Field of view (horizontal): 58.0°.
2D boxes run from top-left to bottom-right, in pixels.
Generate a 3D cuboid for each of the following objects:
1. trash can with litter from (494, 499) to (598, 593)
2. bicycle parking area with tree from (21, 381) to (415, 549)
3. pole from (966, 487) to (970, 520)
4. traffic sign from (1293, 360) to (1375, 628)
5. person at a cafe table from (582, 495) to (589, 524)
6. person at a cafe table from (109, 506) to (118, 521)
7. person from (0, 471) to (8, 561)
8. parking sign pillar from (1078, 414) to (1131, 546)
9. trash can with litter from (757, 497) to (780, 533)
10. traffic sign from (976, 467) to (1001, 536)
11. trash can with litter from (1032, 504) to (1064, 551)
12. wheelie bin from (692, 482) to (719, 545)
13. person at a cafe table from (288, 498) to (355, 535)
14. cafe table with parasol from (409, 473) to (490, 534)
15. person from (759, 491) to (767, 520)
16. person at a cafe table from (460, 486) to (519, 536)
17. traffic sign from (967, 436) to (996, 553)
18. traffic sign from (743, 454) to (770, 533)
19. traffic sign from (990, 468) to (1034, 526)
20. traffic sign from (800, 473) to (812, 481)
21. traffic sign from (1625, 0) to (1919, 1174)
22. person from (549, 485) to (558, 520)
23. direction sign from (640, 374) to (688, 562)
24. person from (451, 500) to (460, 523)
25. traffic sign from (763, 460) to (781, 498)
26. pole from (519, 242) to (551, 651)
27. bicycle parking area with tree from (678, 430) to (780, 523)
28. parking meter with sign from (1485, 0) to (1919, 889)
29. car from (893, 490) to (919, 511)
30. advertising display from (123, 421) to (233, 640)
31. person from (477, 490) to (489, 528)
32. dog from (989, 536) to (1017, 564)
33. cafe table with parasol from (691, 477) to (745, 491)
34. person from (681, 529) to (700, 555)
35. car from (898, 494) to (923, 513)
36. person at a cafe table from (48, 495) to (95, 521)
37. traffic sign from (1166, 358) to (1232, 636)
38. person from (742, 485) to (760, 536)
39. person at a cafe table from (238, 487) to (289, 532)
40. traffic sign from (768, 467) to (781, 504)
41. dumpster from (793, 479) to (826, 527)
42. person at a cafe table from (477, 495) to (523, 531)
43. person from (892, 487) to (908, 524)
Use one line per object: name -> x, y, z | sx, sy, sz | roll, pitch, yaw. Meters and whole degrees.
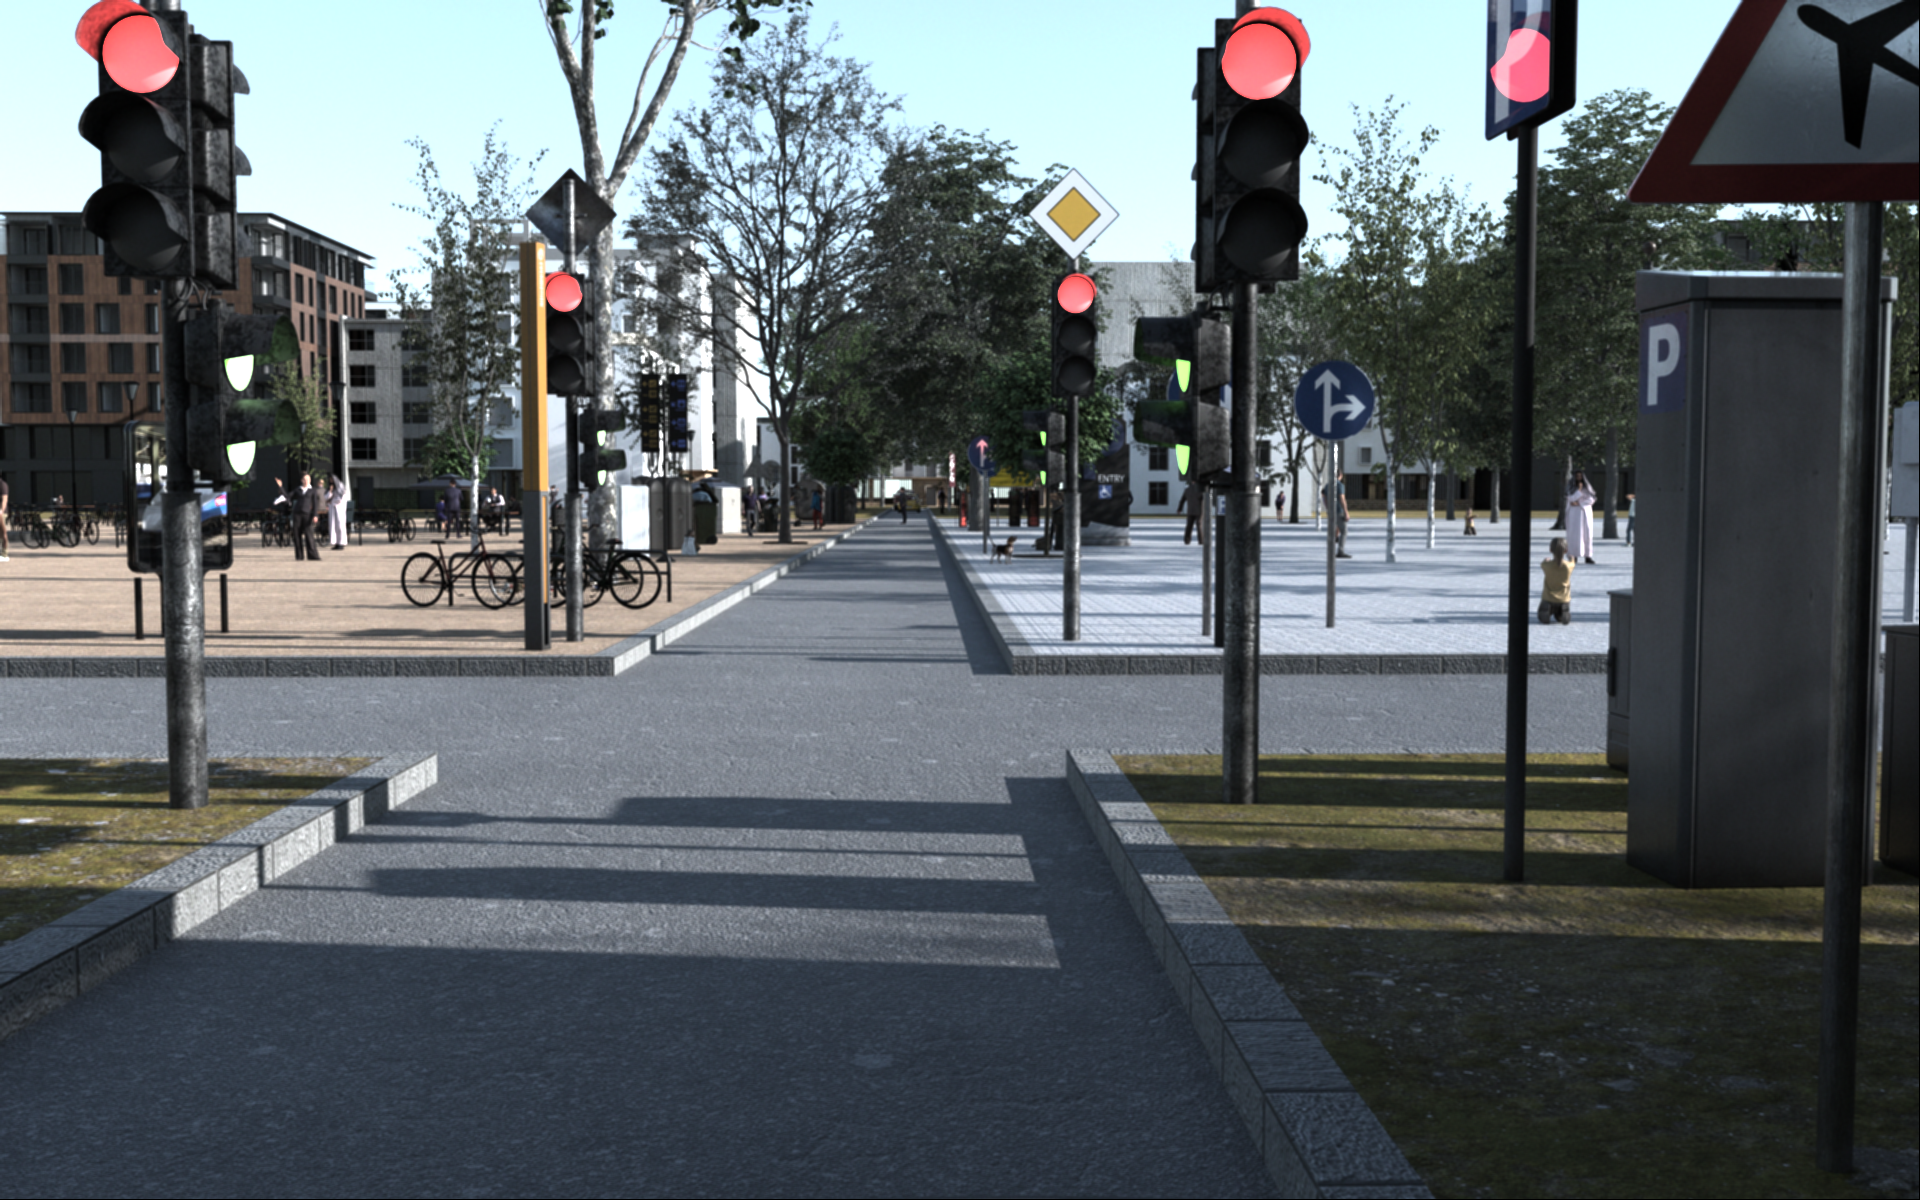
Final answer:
trash can with litter -> -5.648, -0.753, 23.368 | 1.678, 1.210, 2.233 | 1, 4, 20
bicycle parking area with tree -> -18.546, -3.496, 44.156 | 8.231, 4.147, 9.016 | 1, 4, 11
pole -> 0.389, -5.628, 85.863 | 0.158, 3.312, 0.155 | 0, 3, 0
traffic sign -> 3.566, -1.008, 16.593 | 0.768, 2.556, 0.104 | 0, 4, 5
person at a cafe table -> -14.432, -3.654, 68.254 | 1.698, 1.524, 1.622 | -1, 4, -10
person at a cafe table -> -38.266, -4.264, 80.573 | 1.726, 1.238, 1.698 | 2, 4, 24
person -> -18.515, -1.656, 33.243 | 0.434, 1.807, 0.598 | -3, 4, -38
parking sign pillar -> 3.564, -3.354, 43.312 | 1.447, 3.967, 1.447 | -1, 4, -14
trash can with litter -> -6.484, -2.839, 57.806 | 0.624, 1.170, 1.055 | -3, 5, -41
traffic sign -> 0.864, -3.214, 52.653 | 0.768, 2.556, 0.104 | 0, 4, 1
trash can with litter -> 2.148, -1.714, 39.403 | 1.055, 1.170, 0.624 | 1, 4, 19
wheelie bin -> -6.535, -2.214, 44.109 | 0.693, 1.594, 0.980 | -1, 4, -20
person at a cafe table -> -20.068, -2.856, 55.219 | 1.622, 1.524, 1.698 | 1, 4, 21
cafe table with parasol -> -16.799, -3.193, 57.067 | 2.610, 1.966, 2.610 | -1, 4, -20
person -> -9.872, -4.724, 86.509 | 0.421, 1.427, 0.697 | 0, 4, -2
person at a cafe table -> -14.542, -2.757, 53.586 | 1.698, 1.524, 1.622 | 0, 4, 1
traffic sign -> 0.545, -2.287, 37.501 | 0.768, 2.556, 0.104 | 0, 4, 5
traffic sign -> -6.643, -3.452, 56.436 | 0.884, 2.594, 0.081 | 0, 4, 3
traffic sign -> 1.837, -4.607, 69.189 | 2.265, 3.308, 0.079 | 0, 3, 0
traffic sign -> -7.379, -4.949, 83.039 | 0.606, 2.300, 0.079 | 0, 4, 3
traffic sign -> 1.663, -0.197, 3.220 | 0.884, 2.594, 0.081 | 0, 4, 2
person -> -20.014, -4.792, 85.199 | 0.445, 1.727, 0.742 | 0, 3, 0
direction sign -> -5.562, -2.485, 32.624 | 0.876, 3.537, 0.379 | 0, 4, 3
person -> -22.656, -4.248, 77.367 | 0.647, 1.594, 0.662 | -1, 4, -10
traffic sign -> -7.113, -3.985, 65.254 | 0.768, 2.556, 0.104 | 0, 4, 0
pole -> -3.475, -1.243, 14.164 | 0.158, 3.312, 0.155 | 0, 3, 0
bicycle parking area with tree -> -12.626, -5.717, 80.476 | 9.016, 4.147, 8.231 | 0, 4, -2
parking meter with sign -> 2.667, -0.579, 5.729 | 1.738, 3.016, 0.543 | 0, 4, -4
car -> -4.728, -8.697, 150.864 | 2.281, 1.827, 5.304 | 0, 4, -1
advertising display -> -7.016, -0.635, 15.592 | 0.123, 1.923, 0.974 | 2, 4, 32
person -> -17.744, -3.391, 64.026 | 0.480, 1.512, 0.613 | 3, 4, 37
dog -> 0.791, -0.927, 31.994 | 0.540, 0.507, 0.406 | 0, 4, 5
cafe table with parasol -> -9.755, -3.854, 67.874 | 2.610, 1.966, 2.610 | 0, 4, -3
person -> -5.661, -1.214, 36.362 | 0.381, 0.543, 0.357 | 0, 4, 2
car -> -3.918, -7.575, 134.082 | 2.015, 1.641, 3.980 | 0, 4, 0
person at a cafe table -> -42.196, -4.340, 81.816 | 1.726, 1.238, 1.698 | 2, 4, 30
traffic sign -> 2.237, -0.949, 15.621 | 0.768, 2.556, 0.104 | 0, 4, 2
person -> -6.384, -2.743, 53.108 | 0.569, 1.553, 0.471 | 0, 4, 3
person at a cafe table -> -23.188, -3.056, 58.479 | 1.622, 1.524, 1.698 | 0, 4, 3
traffic sign -> -6.808, -3.804, 64.317 | 0.606, 2.300, 0.079 | 0, 4, 1
dumpster -> -5.970, -3.849, 68.688 | 1.264, 1.857, 1.865 | 0, 4, -1
person at a cafe table -> -16.087, -3.040, 60.562 | 1.726, 1.238, 1.698 | -1, 4, -12
person -> -2.876, -4.506, 82.695 | 0.750, 1.759, 0.617 | 0, 4, -2
